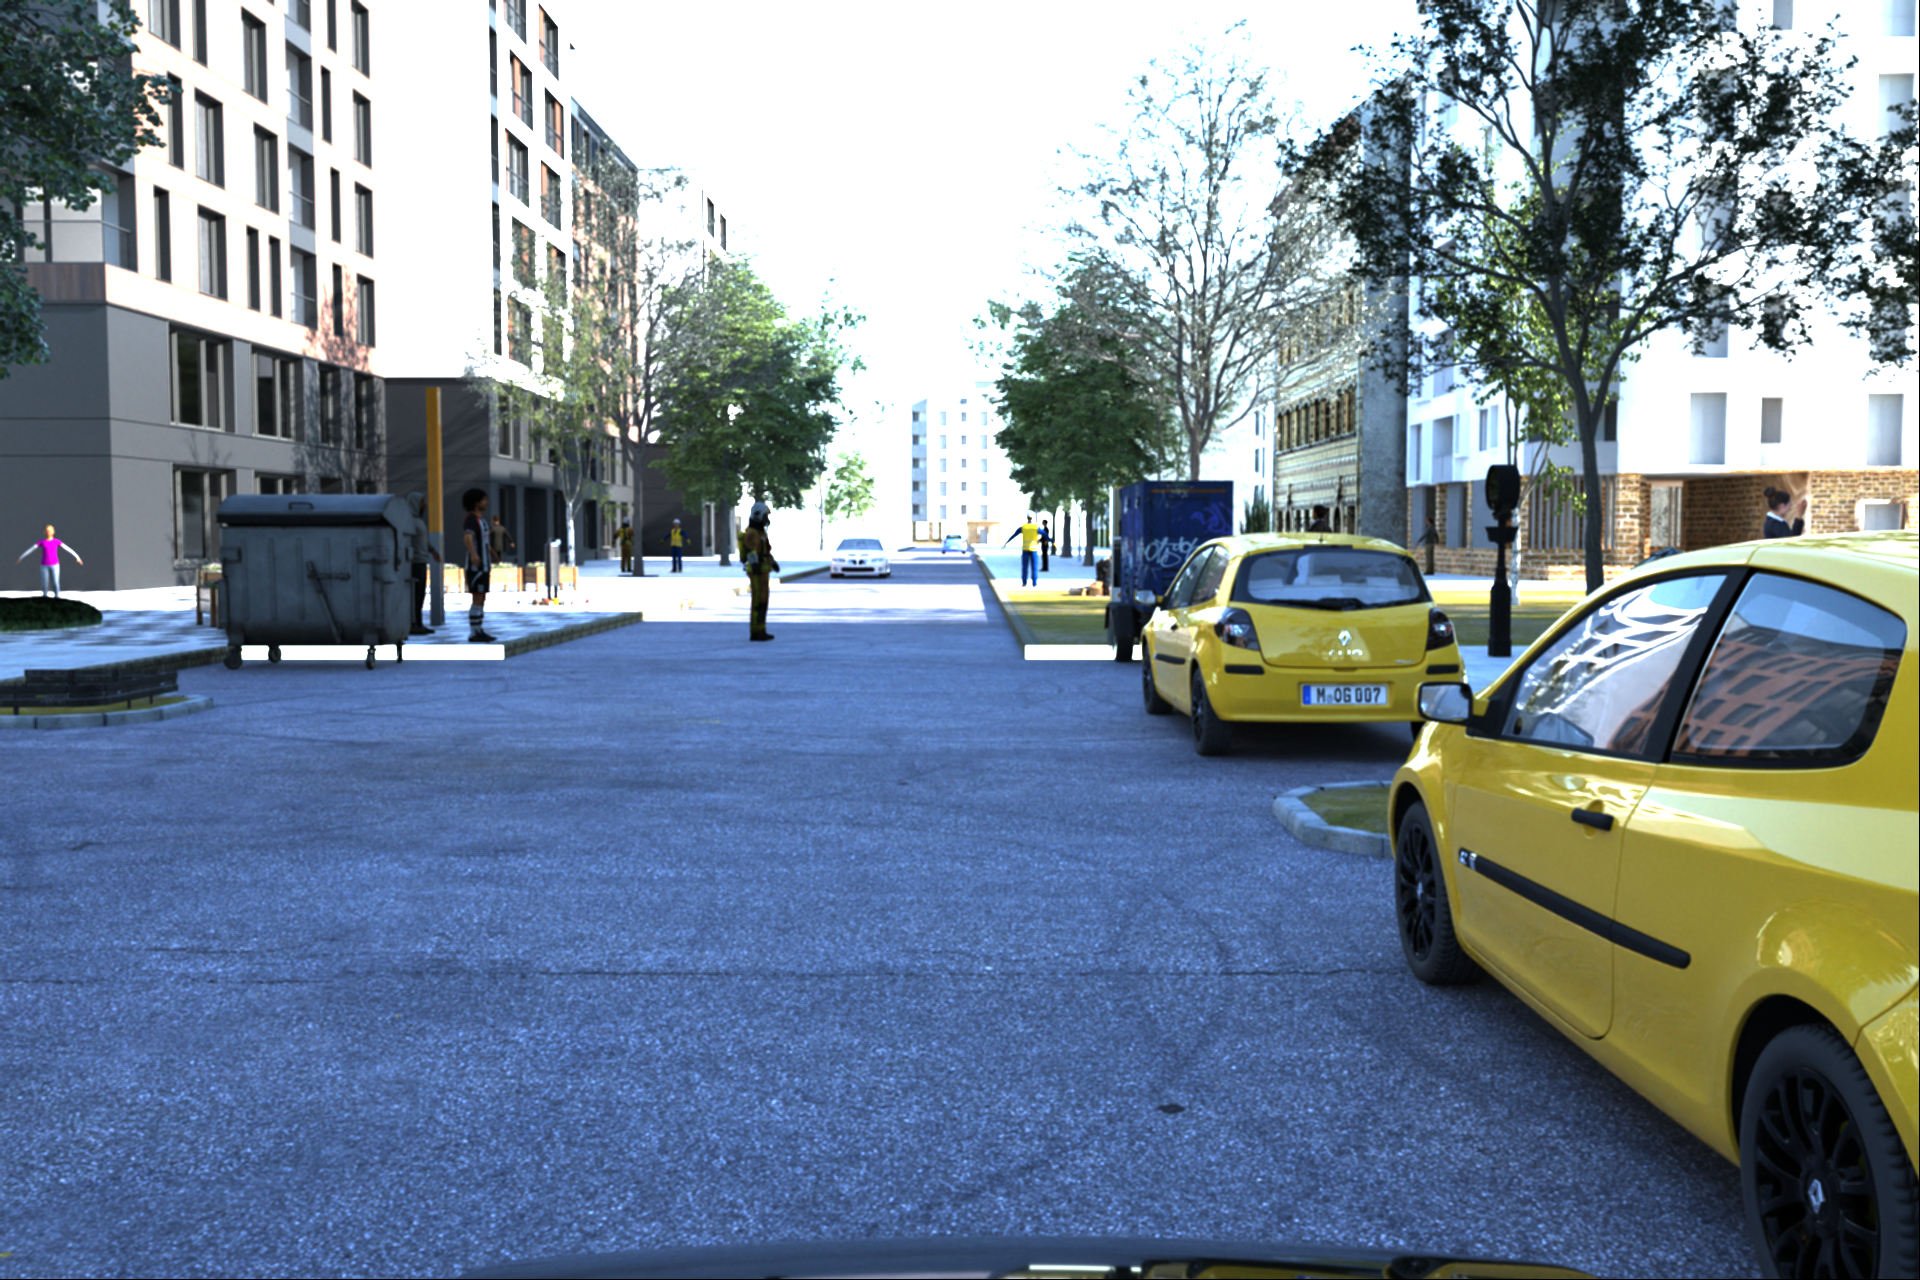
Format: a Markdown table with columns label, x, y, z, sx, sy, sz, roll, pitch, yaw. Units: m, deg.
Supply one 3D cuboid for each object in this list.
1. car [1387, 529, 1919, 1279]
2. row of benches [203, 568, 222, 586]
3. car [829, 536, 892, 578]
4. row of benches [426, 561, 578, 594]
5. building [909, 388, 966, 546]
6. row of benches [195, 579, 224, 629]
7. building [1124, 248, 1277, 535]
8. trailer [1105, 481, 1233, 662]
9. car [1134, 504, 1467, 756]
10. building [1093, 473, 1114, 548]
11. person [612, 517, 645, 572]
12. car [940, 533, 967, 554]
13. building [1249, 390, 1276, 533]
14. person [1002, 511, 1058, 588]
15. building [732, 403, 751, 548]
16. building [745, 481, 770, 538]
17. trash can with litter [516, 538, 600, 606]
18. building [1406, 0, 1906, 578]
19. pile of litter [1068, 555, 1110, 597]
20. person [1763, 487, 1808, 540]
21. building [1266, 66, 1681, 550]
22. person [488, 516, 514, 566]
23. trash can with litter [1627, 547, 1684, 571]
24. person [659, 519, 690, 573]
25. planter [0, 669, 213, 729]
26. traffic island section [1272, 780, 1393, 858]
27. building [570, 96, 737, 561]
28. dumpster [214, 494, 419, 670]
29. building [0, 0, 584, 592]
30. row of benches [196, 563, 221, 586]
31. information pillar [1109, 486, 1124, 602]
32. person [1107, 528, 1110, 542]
| label | x | y | z | sx | sy | sz | roll | pitch | yaw |
| --- | --- | --- | --- | --- | --- | --- | --- | --- | --- |
| car | 2.300 | 0.358 | 4.371 | 2.015 | 1.641 | 3.980 | 0 | 4 | 0 |
| row of benches | -12.699 | -1.055 | 32.707 | 4.104 | 0.672 | 1.422 | 2 | 4 | 30 |
| car | -3.286 | -2.773 | 57.694 | 2.083 | 1.381 | 4.827 | 0 | 4 | 0 |
| row of benches | -10.264 | -1.366 | 37.791 | 1.422 | 0.672 | 4.104 | 3 | 5 | 44 |
| building | -5.928 | -21.814 | 215.527 | 11.380 | 20.090 | 16.016 | 0 | 4 | -5 |
| row of benches | -9.423 | -0.462 | 23.016 | 1.422 | 0.672 | 4.104 | -2 | 4 | -34 |
| building | 22.682 | -19.013 | 141.796 | 19.493 | 23.208 | 18.063 | 0 | 4 | 1 |
| trailer | 2.444 | -0.820 | 20.456 | 1.471 | 1.999 | 3.904 | 0 | 4 | 0 |
| car | 2.345 | -0.148 | 12.644 | 2.015 | 1.641 | 3.980 | 0 | 4 | -1 |
| building | 21.968 | -18.517 | 169.204 | 16.747 | 18.905 | 31.486 | 0 | 4 | 0 |
| person | -11.206 | -3.209 | 58.239 | 1.354 | 1.858 | 0.705 | 2 | 4 | 27 |
| car | -0.449 | -6.984 | 123.782 | 1.945 | 1.707 | 3.694 | 0 | 4 | -1 |
| building | 22.473 | -9.325 | 94.607 | 9.099 | 9.664 | 28.070 | 0 | 4 | 1 |
| person | 1.675 | -2.178 | 41.580 | 1.349 | 1.833 | 0.705 | 0 | 4 | 3 |
| building | -24.570 | -17.928 | 149.540 | 16.016 | 20.090 | 11.380 | 0 | 4 | -1 |
| building | -25.200 | -19.185 | 170.086 | 16.016 | 20.090 | 11.380 | 0 | 4 | 1 |
| trash can with litter | -7.289 | -1.269 | 31.812 | 1.678 | 1.210 | 2.233 | 0 | 4 | 0 |
| building | 20.747 | -12.383 | 58.884 | 16.016 | 20.090 | 11.380 | 0 | 4 | 0 |
| pile of litter | 2.828 | -1.358 | 36.170 | 1.176 | 0.858 | 1.719 | 0 | 4 | 0 |
| person | 7.773 | -0.573 | 16.216 | 0.445 | 1.727 | 0.742 | -1 | 4 | -12 |
| building | 23.745 | -14.684 | 71.018 | 19.493 | 23.208 | 18.063 | 0 | 4 | 1 |
| person | -13.092 | -2.606 | 48.837 | 0.704 | 1.802 | 1.346 | 3 | 4 | 37 |
| trash can with litter | 5.836 | -0.232 | 15.174 | 1.055 | 1.170 | 0.624 | 0 | 4 | 0 |
| person | -9.484 | -3.134 | 57.700 | 1.216 | 1.772 | 0.721 | 2 | 4 | 26 |
| planter | -7.119 | 0.454 | 13.716 | 1.991 | 0.319 | 1.994 | 0 | 3 | 0 |
| traffic island section | 2.587 | 0.880 | 8.471 | 1.991 | 0.108 | 1.994 | 0 | 4 | 1 |
| building | -28.454 | -15.352 | 94.979 | 27.936 | 21.610 | 32.646 | 0 | 4 | 0 |
| dumpster | -6.944 | -0.644 | 18.745 | 1.865 | 1.857 | 1.264 | 0 | 4 | 0 |
| building | -29.309 | -12.851 | 54.095 | 27.936 | 21.610 | 32.646 | 0 | 3 | 0 |
| row of benches | -14.321 | -1.248 | 35.872 | 4.104 | 0.672 | 1.422 | 2 | 4 | 30 |
| information pillar | 2.483 | -1.369 | 26.871 | 0.304 | 2.012 | 0.304 | 0 | 4 | -1 |
| person | 5.094 | -3.076 | 56.066 | 0.705 | 1.856 | 1.354 | 0 | 4 | -3 |
